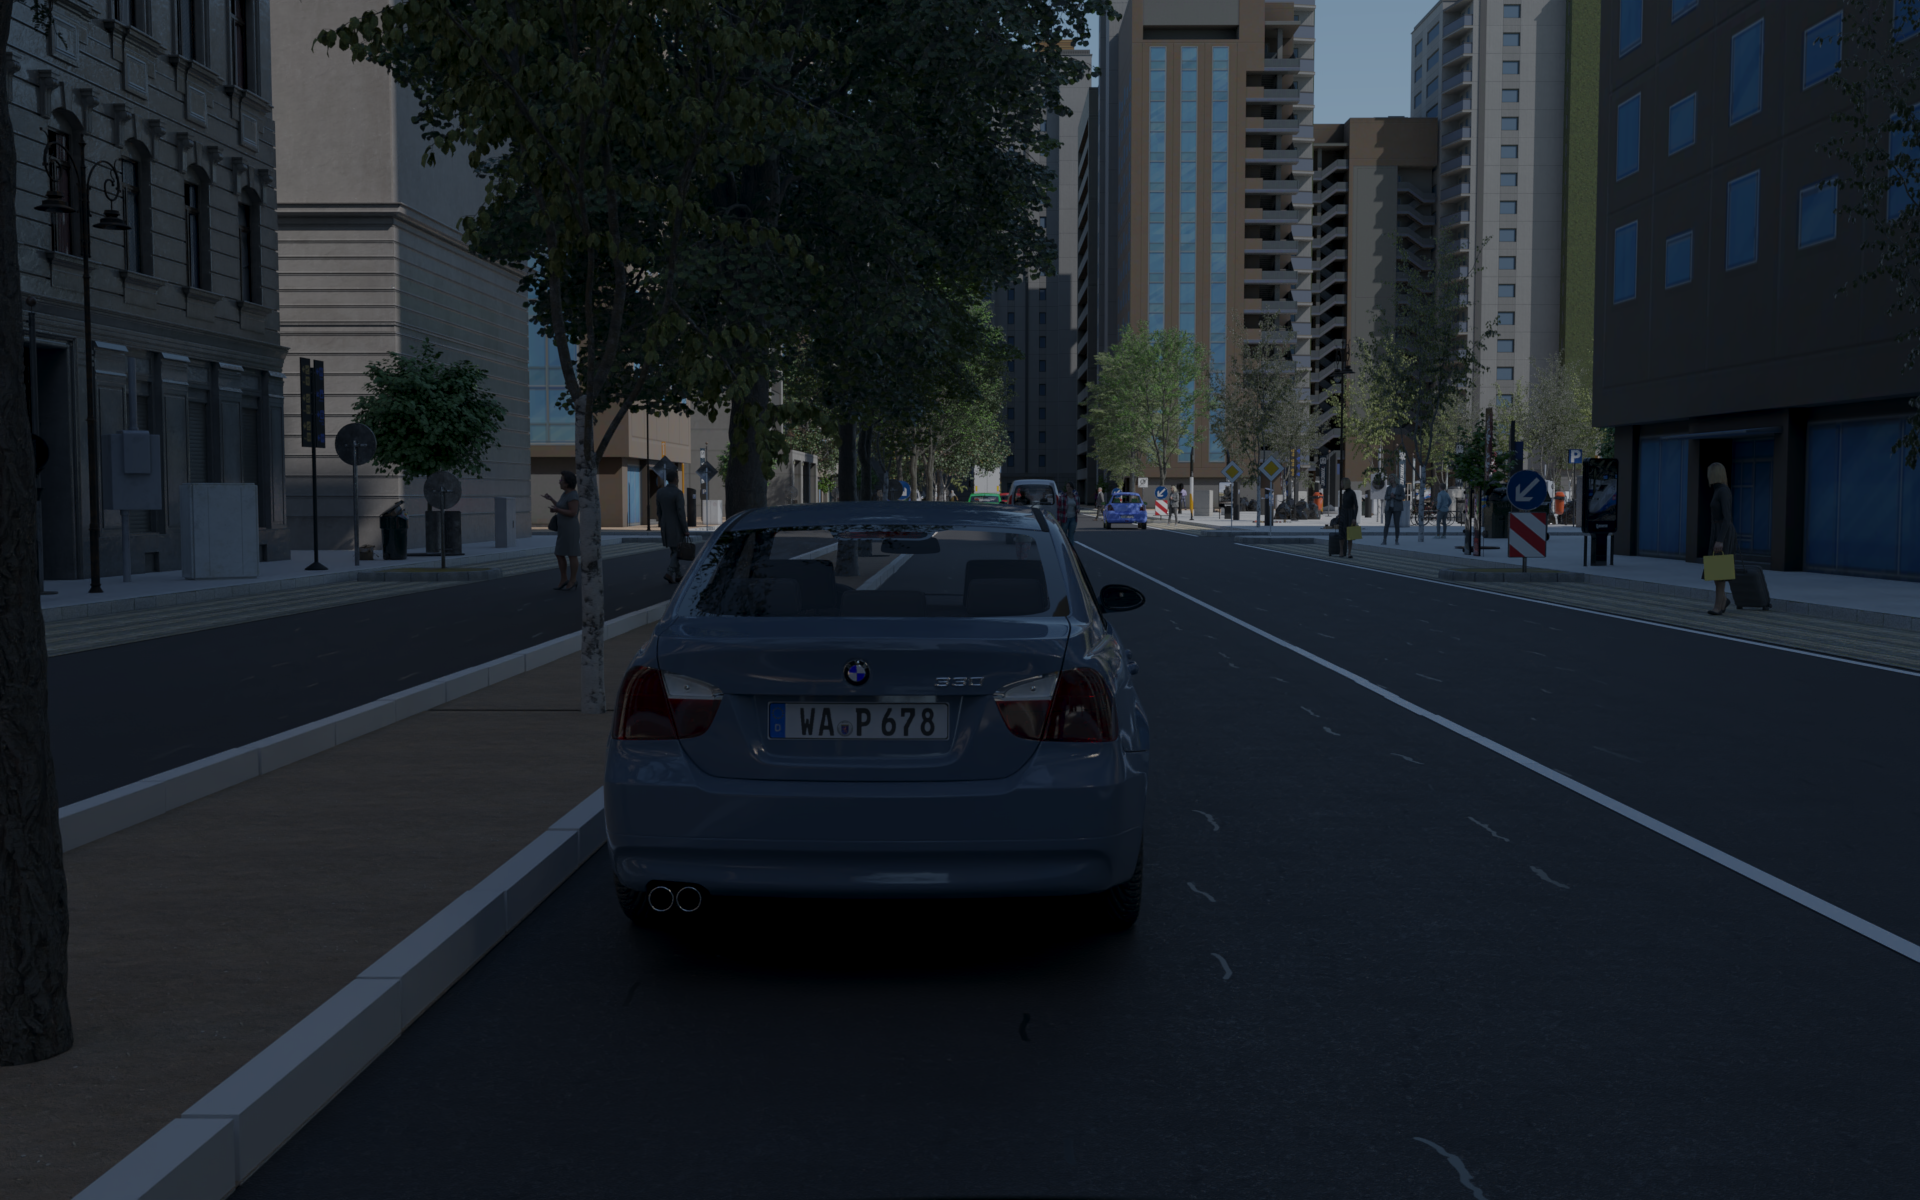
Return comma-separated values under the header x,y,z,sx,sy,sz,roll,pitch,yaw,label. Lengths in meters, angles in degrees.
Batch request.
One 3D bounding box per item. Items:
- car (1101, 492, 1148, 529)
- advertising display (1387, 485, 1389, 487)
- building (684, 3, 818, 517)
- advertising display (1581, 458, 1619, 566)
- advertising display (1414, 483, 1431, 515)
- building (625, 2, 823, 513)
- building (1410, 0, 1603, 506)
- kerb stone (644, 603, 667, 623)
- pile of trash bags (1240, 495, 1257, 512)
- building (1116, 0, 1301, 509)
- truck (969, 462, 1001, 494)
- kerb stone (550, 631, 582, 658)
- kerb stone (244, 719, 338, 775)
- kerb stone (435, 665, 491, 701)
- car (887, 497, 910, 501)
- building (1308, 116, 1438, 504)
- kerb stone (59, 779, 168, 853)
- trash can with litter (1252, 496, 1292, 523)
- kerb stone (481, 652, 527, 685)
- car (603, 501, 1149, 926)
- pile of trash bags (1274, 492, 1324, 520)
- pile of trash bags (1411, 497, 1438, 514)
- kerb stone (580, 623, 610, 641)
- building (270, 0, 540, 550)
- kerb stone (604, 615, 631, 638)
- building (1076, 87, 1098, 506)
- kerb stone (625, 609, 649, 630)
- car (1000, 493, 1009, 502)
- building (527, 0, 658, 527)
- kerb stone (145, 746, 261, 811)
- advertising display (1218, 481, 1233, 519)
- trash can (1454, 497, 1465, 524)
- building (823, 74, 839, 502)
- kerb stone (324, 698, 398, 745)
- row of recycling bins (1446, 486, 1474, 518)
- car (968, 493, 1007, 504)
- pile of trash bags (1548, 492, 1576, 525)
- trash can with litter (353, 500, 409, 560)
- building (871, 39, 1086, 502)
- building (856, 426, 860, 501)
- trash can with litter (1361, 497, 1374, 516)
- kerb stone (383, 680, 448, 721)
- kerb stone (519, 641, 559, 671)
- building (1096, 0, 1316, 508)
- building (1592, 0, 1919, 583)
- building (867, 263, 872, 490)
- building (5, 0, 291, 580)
x,y,z,sx,sy,sz,roll,pitch,yaw,label
6.816,-3.800,71.717,1.945,1.707,3.694,0,4,2,car
29.348,-6.919,118.334,0.974,1.923,0.123,0,4,-6,advertising display
-19.364,-40.741,104.368,20.563,71.187,20.611,0,4,1,building
11.429,-1.573,30.937,0.974,1.923,0.123,-3,4,-38,advertising display
26.787,-5.812,100.243,0.974,1.923,0.123,-1,4,-9,advertising display
-18.457,-30.069,141.742,14.600,45.320,14.200,0,4,1,building
67.709,-40.089,197.455,28.212,58.520,21.231,0,4,1,building
-3.477,0.164,19.515,0.120,0.150,1.000,0,4,1,kerb stone
21.220,-7.125,126.249,3.447,1.369,1.912,-1,4,-17,pile of trash bags
21.285,-30.701,152.072,14.600,45.320,14.200,0,4,1,building
2.298,-10.330,157.815,2.839,4.237,11.283,0,4,-1,truck
-3.530,0.416,15.412,0.120,0.150,1.000,0,4,1,kerb stone
-3.594,0.793,9.278,0.120,0.150,1.000,0,4,1,kerb stone
-3.564,0.603,12.343,0.120,0.150,1.000,0,4,1,kerb stone
-4.386,-7.109,125.822,1.945,1.707,3.694,0,4,-1,car
46.377,-33.761,202.107,14.200,45.320,14.600,0,4,1,building
-3.614,0.915,7.233,0.120,0.150,1.000,0,4,1,kerb stone
13.942,-4.050,77.270,2.233,1.210,1.678,-1,4,-17,trash can with litter
-3.552,0.544,13.365,0.120,0.150,1.000,0,4,1,kerb stone
-0.218,0.303,7.056,2.014,1.417,4.499,0,4,2,car
17.310,-4.739,87.234,1.912,1.369,3.447,3,5,40,pile of trash bags
30.488,-6.335,113.333,1.912,1.369,3.447,0,4,6,pile of trash bags
-3.513,0.353,16.441,0.120,0.150,1.000,0,4,1,kerb stone
-24.301,-12.426,44.960,24.055,21.916,13.314,0,4,1,building
-3.504,0.289,17.472,0.120,0.150,1.000,0,4,1,kerb stone
24.642,-35.123,197.966,21.300,48.544,21.600,0,4,1,building
-3.503,0.226,18.494,0.120,0.150,1.000,0,4,1,kerb stone
2.616,-5.040,91.442,2.155,1.783,4.494,0,4,2,car
-19.423,-25.795,71.867,14.600,45.320,14.200,0,4,1,building
-3.612,0.854,8.256,0.120,0.150,1.000,0,4,1,kerb stone
13.714,-5.100,88.595,0.974,1.923,0.123,1,4,11,advertising display
21.763,-3.870,74.935,0.748,1.137,0.748,0,3,0,trash can
-22.042,-32.774,159.550,21.300,48.544,21.600,0,4,1,building
-3.585,0.733,10.300,0.120,0.150,1.000,0,4,1,kerb stone
27.668,-5.213,92.348,3.534,1.692,1.069,2,4,27,row of recycling bins
1.087,-3.999,74.185,1.959,1.807,4.718,0,4,2,car
25.011,-3.827,72.329,1.912,1.369,3.447,1,4,17,pile of trash bags
-11.237,-1.360,33.626,1.055,1.170,0.624,-1,4,-16,trash can with litter
2.559,-41.982,228.405,28.212,58.520,21.231,0,4,1,building
-22.524,-30.739,194.464,23.993,40.220,32.217,0,4,1,building
23.744,-5.524,101.697,1.055,1.170,0.624,-1,4,-21,trash can with litter
-3.578,0.667,11.321,0.120,0.150,1.000,0,4,1,kerb stone
-3.533,0.478,14.387,0.120,0.150,1.000,0,4,1,kerb stone
24.263,-38.581,172.805,21.231,58.520,28.212,0,4,1,building
20.318,-23.151,28.628,14.600,45.320,14.200,0,4,1,building
-18.635,-33.206,226.513,14.086,41.232,14.154,0,4,1,building
-17.864,-10.717,24.375,9.793,20.994,18.267,0,4,1,building
